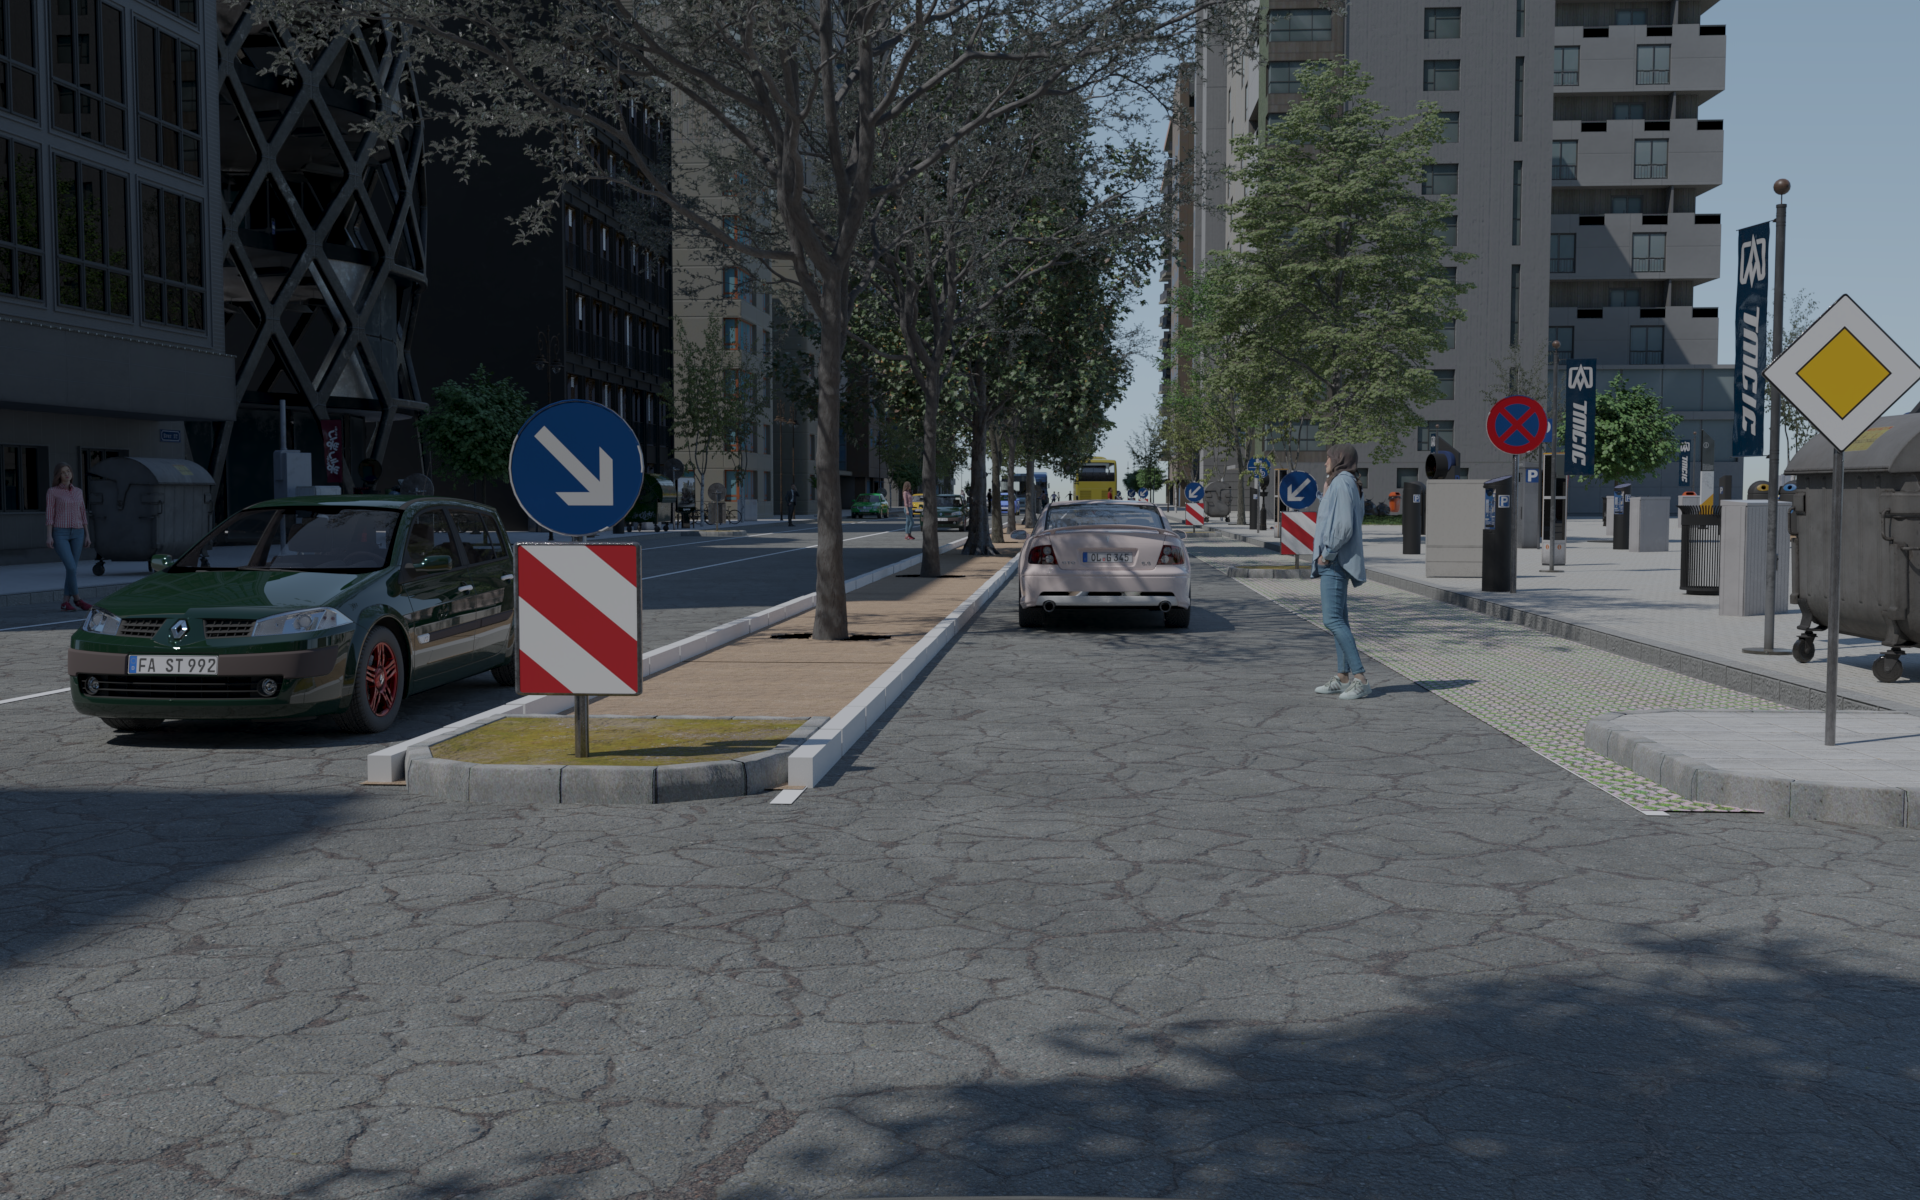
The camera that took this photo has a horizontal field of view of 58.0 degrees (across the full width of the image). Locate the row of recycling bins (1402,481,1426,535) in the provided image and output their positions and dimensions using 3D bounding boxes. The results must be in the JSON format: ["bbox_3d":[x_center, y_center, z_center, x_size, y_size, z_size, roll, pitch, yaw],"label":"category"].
[{"bbox_3d":[15.232,-2.836,53.481,1.069,1.692,3.534,-3,5,-43],"label":"row of recycling bins"}]

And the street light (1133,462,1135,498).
[{"bbox_3d":[20.685,-14.258,205.902,0.468,5.910,1.993,0,4,4],"label":"street light"}]

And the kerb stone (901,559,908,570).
[{"bbox_3d":[-1.128,-0.627,32.555,0.120,0.150,1.000,0,4,4],"label":"kerb stone"}]

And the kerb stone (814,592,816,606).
[{"bbox_3d":[-1.871,-0.005,22.340,0.120,0.150,1.000,0,4,4],"label":"kerb stone"}]

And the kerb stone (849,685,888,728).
[{"bbox_3d":[-0.591,0.686,10.986,0.120,0.150,1.000,0,4,4],"label":"kerb stone"}]

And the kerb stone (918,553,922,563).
[{"bbox_3d":[-0.918,-0.822,35.631,0.120,0.150,1.000,0,4,4],"label":"kerb stone"}]

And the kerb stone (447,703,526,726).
[{"bbox_3d":[-2.762,0.747,10.080,0.120,0.150,1.000,0,4,4],"label":"kerb stone"}]

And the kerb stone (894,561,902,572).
[{"bbox_3d":[-1.207,-0.571,31.536,0.120,0.150,1.000,0,4,4],"label":"kerb stone"}]

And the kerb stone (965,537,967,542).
[{"bbox_3d":[0.046,-1.630,48.940,0.120,0.150,1.000,0,4,4],"label":"kerb stone"}]

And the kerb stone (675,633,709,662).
[{"bbox_3d":[-2.395,0.431,15.193,0.120,0.150,1.000,0,4,4],"label":"kerb stone"}]

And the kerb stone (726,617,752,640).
[{"bbox_3d":[-2.254,0.305,17.232,0.120,0.150,1.000,0,4,4],"label":"kerb stone"}]

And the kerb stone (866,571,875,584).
[{"bbox_3d":[-1.509,-0.321,27.441,0.120,0.150,1.000,0,4,4],"label":"kerb stone"}]

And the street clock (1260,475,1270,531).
[{"bbox_3d":[10.658,-3.441,60.822,0.358,2.002,0.471,-1,4,-17],"label":"street clock"}]

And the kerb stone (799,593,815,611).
[{"bbox_3d":[-1.952,0.054,21.310,0.120,0.150,1.000,0,4,4],"label":"kerb stone"}]

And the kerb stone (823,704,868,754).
[{"bbox_3d":[-0.667,0.748,9.965,0.120,0.150,1.000,0,4,4],"label":"kerb stone"}]

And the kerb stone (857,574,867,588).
[{"bbox_3d":[-1.575,-0.258,26.420,0.120,0.150,1.000,0,4,4],"label":"kerb stone"}]

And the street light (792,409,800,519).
[{"bbox_3d":[-8.397,-7.009,87.393,0.468,5.910,1.993,0,4,4],"label":"street light"}]

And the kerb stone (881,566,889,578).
[{"bbox_3d":[-1.361,-0.447,29.497,0.120,0.150,1.000,0,4,4],"label":"kerb stone"}]

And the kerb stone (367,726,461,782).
[{"bbox_3d":[-2.832,0.812,9.056,0.120,0.150,1.000,0,4,4],"label":"kerb stone"}]

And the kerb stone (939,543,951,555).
[{"bbox_3d":[-0.393,-1.259,42.801,0.120,0.150,1.000,0,4,4],"label":"kerb stone"}]

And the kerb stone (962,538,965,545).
[{"bbox_3d":[-0.031,-1.573,47.917,0.120,0.150,1.000,0,4,4],"label":"kerb stone"}]

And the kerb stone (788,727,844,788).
[{"bbox_3d":[-0.741,0.811,8.937,0.120,0.150,1.000,0,4,4],"label":"kerb stone"}]

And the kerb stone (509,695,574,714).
[{"bbox_3d":[-2.684,0.679,11.101,0.120,0.150,1.000,0,4,4],"label":"kerb stone"}]

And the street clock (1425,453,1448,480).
[{"bbox_3d":[8.492,-1.610,30.901,0.358,2.002,0.471,-1,4,-10],"label":"street clock"}]

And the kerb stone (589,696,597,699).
[{"bbox_3d":[-2.617,0.616,12.123,0.120,0.150,1.000,0,4,4],"label":"kerb stone"}]

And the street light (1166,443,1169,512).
[{"bbox_3d":[14.627,-9.099,121.563,0.468,5.910,1.993,0,4,4],"label":"street light"}]

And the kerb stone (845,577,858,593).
[{"bbox_3d":[-1.656,-0.196,25.402,0.120,0.150,1.000,0,4,4],"label":"kerb stone"}]

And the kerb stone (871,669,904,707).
[{"bbox_3d":[-0.517,0.624,12.005,0.120,0.150,1.000,0,4,4],"label":"kerb stone"}]

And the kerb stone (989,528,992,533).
[{"bbox_3d":[1.309,-2.698,66.328,0.120,0.150,1.000,0,4,4],"label":"kerb stone"}]

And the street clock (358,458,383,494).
[{"bbox_3d":[-11.815,-1.845,34.735,0.471,2.002,0.358,-1,4,-18],"label":"street clock"}]

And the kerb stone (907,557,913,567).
[{"bbox_3d":[-1.065,-0.695,33.577,0.120,0.150,1.000,0,4,4],"label":"kerb stone"}]

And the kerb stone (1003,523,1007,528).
[{"bbox_3d":[2.120,-3.386,77.587,0.120,0.150,1.000,0,4,4],"label":"kerb stone"}]

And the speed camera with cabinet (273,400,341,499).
[{"bbox_3d":[-13.619,-2.556,36.122,0.660,3.252,2.038,-3,5,-44],"label":"speed camera with cabinet"}]

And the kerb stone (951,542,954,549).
[{"bbox_3d":[-0.318,-1.318,43.821,0.120,0.150,1.000,0,4,4],"label":"kerb stone"}]

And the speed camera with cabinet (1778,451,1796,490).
[{"bbox_3d":[38.523,-5.206,79.449,2.038,3.252,0.660,0,4,-4],"label":"speed camera with cabinet"}]

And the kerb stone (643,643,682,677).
[{"bbox_3d":[-2.468,0.492,14.162,0.120,0.150,1.000,0,4,4],"label":"kerb stone"}]

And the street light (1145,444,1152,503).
[{"bbox_3d":[17.392,-11.336,158.139,0.468,5.910,1.993,0,4,4],"label":"street light"}]

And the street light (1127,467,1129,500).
[{"bbox_3d":[23.508,-16.495,242.474,0.468,5.910,1.993,0,4,4],"label":"street light"}]

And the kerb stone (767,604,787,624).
[{"bbox_3d":[-2.094,0.182,19.270,0.120,0.150,1.000,0,4,4],"label":"kerb stone"}]

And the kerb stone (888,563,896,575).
[{"bbox_3d":[-1.292,-0.505,30.518,0.120,0.150,1.000,0,4,4],"label":"kerb stone"}]

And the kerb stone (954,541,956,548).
[{"bbox_3d":[-0.253,-1.384,44.840,0.120,0.150,1.000,0,4,4],"label":"kerb stone"}]

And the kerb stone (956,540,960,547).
[{"bbox_3d":[-0.174,-1.447,45.869,0.120,0.150,1.000,0,4,4],"label":"kerb stone"}]

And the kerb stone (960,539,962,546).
[{"bbox_3d":[-0.100,-1.510,46.897,0.120,0.150,1.000,0,4,4],"label":"kerb stone"}]

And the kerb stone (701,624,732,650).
[{"bbox_3d":[-2.323,0.366,16.212,0.120,0.150,1.000,0,4,4],"label":"kerb stone"}]

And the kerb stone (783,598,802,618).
[{"bbox_3d":[-2.019,0.117,20.290,0.120,0.150,1.000,0,4,4],"label":"kerb stone"}]

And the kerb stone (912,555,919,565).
[{"bbox_3d":[-0.985,-0.756,34.602,0.120,0.150,1.000,0,4,4],"label":"kerb stone"}]

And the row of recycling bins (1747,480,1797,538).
[{"bbox_3d":[24.976,-2.686,51.021,1.069,1.692,3.534,-3,5,-42],"label":"row of recycling bins"}]

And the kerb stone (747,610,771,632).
[{"bbox_3d":[-2.172,0.245,18.251,0.120,0.150,1.000,0,4,4],"label":"kerb stone"}]

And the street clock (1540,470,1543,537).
[{"bbox_3d":[17.253,-2.862,51.357,0.358,2.002,0.471,-1,4,-17],"label":"street clock"}]

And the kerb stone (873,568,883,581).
[{"bbox_3d":[-1.427,-0.384,28.477,0.120,0.150,1.000,0,4,4],"label":"kerb stone"}]
